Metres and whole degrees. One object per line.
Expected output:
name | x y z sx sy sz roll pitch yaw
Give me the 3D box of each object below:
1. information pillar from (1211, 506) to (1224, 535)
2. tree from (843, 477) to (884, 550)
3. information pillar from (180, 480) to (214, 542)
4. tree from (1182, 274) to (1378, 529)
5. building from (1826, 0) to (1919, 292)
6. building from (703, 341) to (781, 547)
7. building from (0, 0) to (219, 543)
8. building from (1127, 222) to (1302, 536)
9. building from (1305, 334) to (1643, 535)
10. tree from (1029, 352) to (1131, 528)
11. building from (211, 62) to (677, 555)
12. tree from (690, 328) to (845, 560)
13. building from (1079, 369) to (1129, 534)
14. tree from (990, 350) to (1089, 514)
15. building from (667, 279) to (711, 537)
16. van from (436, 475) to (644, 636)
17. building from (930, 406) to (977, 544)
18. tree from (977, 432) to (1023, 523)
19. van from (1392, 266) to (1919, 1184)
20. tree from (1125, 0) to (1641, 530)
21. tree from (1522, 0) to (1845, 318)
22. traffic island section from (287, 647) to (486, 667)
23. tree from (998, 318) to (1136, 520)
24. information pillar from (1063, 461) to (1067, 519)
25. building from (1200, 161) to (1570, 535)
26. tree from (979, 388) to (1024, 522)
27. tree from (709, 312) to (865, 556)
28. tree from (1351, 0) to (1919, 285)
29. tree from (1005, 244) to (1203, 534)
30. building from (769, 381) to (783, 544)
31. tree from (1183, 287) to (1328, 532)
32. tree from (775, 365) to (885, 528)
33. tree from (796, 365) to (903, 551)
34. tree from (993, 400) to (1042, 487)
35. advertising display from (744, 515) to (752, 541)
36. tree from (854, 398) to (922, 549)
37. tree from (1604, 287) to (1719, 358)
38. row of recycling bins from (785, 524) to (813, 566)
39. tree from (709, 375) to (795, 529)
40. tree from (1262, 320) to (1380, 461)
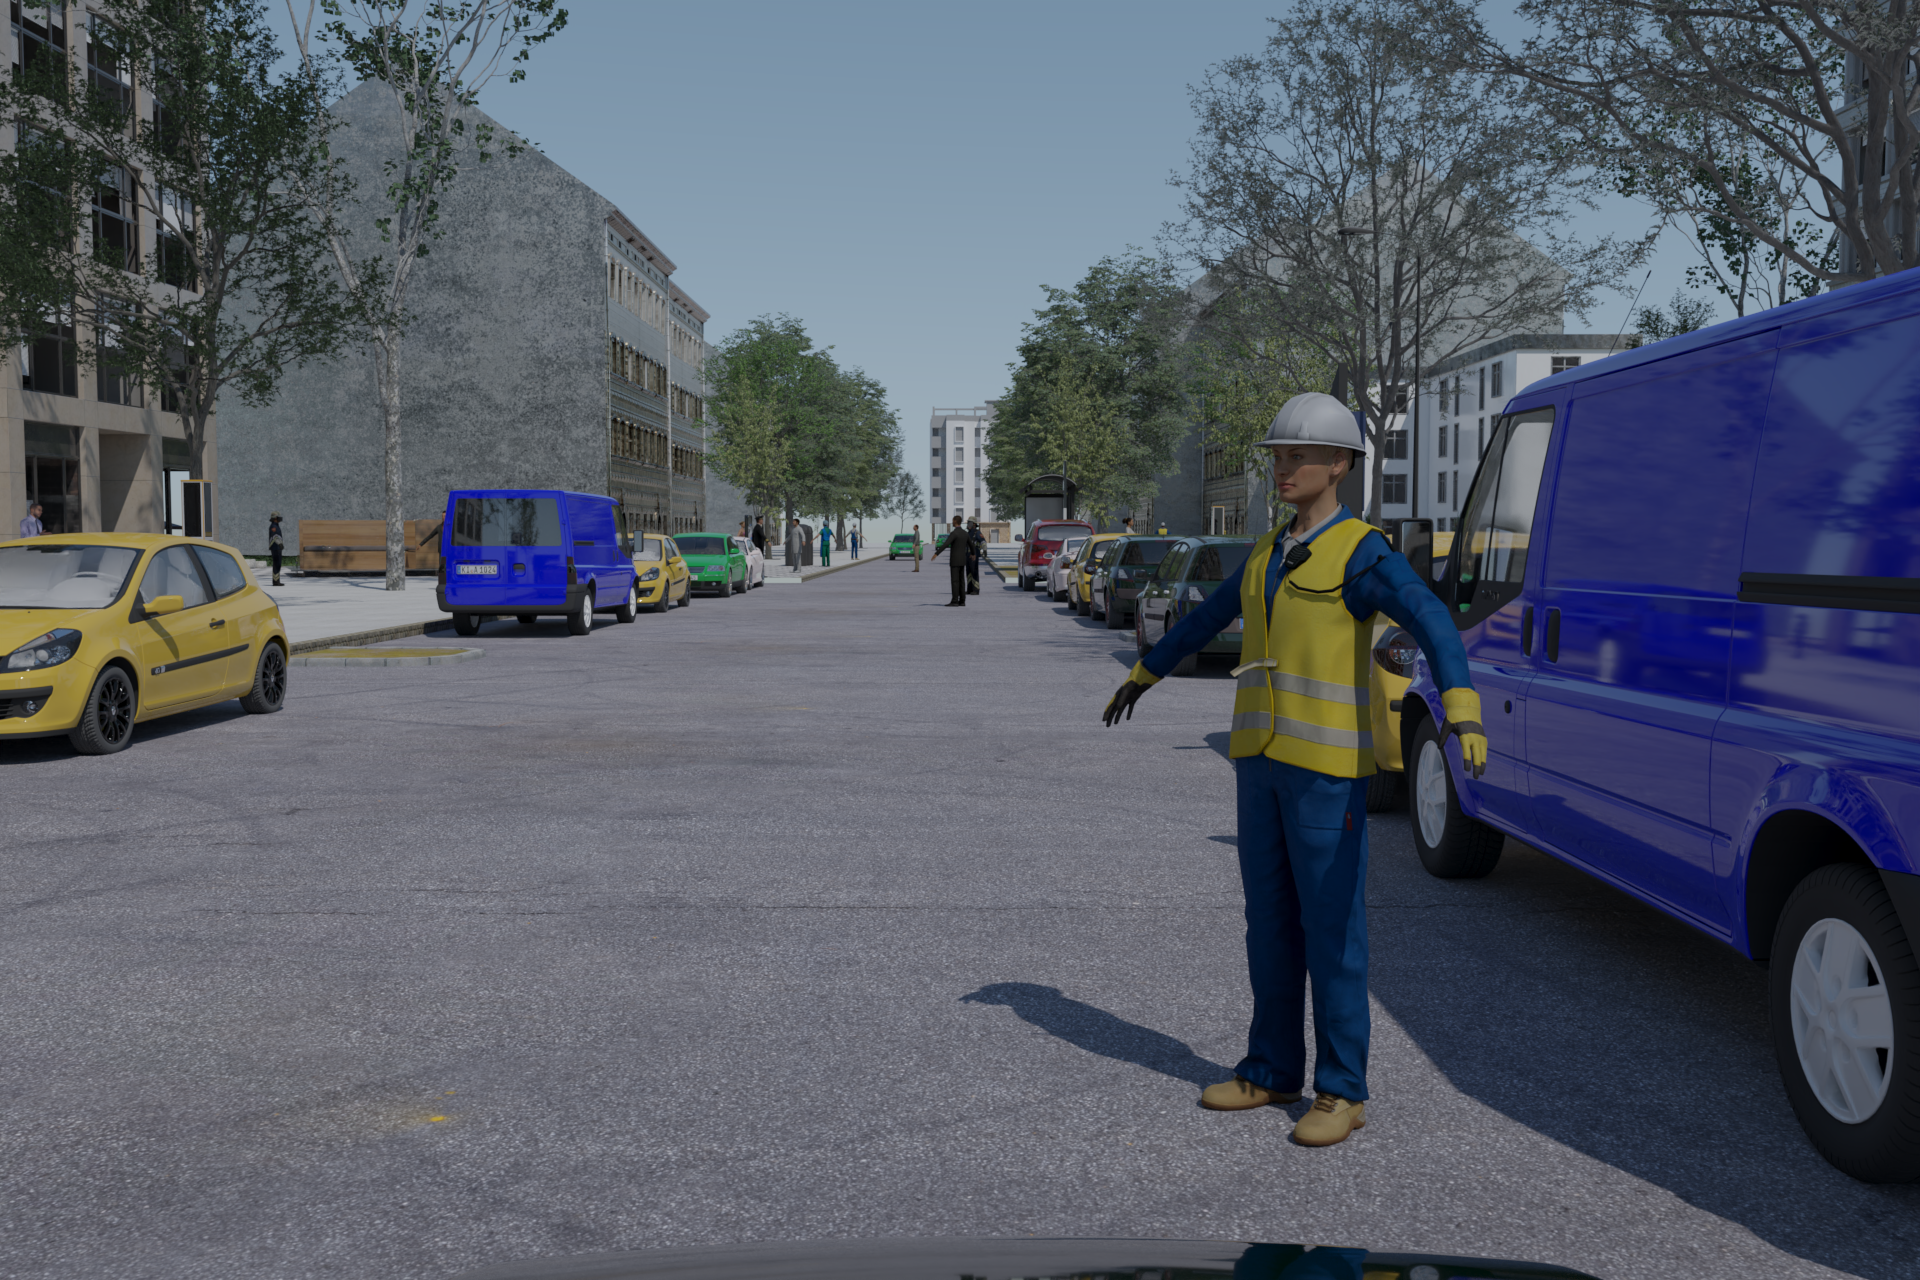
information pillar | 6.804 -2.525 45.774 0.304 2.012 0.304 0 3 0
tree | -9.607 -12.626 140.850 7.601 10.594 8.767 2 4 26
information pillar | -10.377 -1.169 23.599 0.304 2.012 0.304 0 3 0
tree | 12.539 -8.686 67.777 9.928 11.665 9.643 0 3 0
building | 26.946 -11.663 37.365 8.464 21.280 15.925 0 4 0
building | -29.233 -21.433 181.362 19.493 23.208 18.063 0 4 1
building | -32.541 -14.238 35.986 19.351 26.588 34.151 0 3 0
building | 22.677 -18.227 128.947 19.493 23.208 18.063 0 4 0
building | 24.179 -8.851 86.857 9.099 9.664 28.070 0 4 0
tree | 4.748 -7.289 69.542 4.737 8.622 4.395 0 3 0
building | -25.656 -15.787 89.045 19.493 23.208 18.063 0 4 0
tree | -9.618 -9.852 86.832 9.928 11.665 9.643 0 3 0
building | 23.858 -22.672 201.607 19.493 23.208 18.063 0 3 0
tree | 5.485 -11.383 104.234 7.486 12.596 7.792 0 3 0
building | -26.955 -17.124 110.913 19.493 23.208 18.063 0 3 0
van | -6.182 -1.330 26.125 2.240 2.365 5.245 0 3 0
building | -4.044 -23.828 248.456 11.380 20.090 16.016 0 4 4
tree | 6.413 -15.180 154.848 9.857 13.997 8.962 0 3 0
van | 2.886 -0.067 5.477 2.240 2.365 5.245 0 4 -1
tree | 8.800 -7.705 36.347 12.009 13.543 11.850 0 3 0
tree | 23.934 -12.075 53.316 12.611 20.169 13.585 0 3 0
traffic island section | -6.521 0.193 19.708 1.991 0.108 1.994 0 4 1
tree | 5.576 -10.615 91.681 7.486 12.596 7.792 0 3 0
information pillar | 3.356 -3.925 55.527 0.183 3.616 0.504 0 4 0
building | 26.059 -17.093 110.396 19.493 23.208 18.063 0 4 0
tree | 6.176 -14.480 143.395 9.857 13.997 8.962 0 3 0
tree | -9.694 -11.766 99.036 9.857 13.997 8.962 0 3 0
tree | 9.044 -6.488 16.455 12.009 13.543 11.850 0 3 0
tree | 6.367 -10.459 77.664 9.857 13.997 8.962 0 3 0
building | -28.256 -21.893 214.369 16.016 20.090 11.380 0 3 0
tree | 8.773 -6.080 49.770 4.737 8.622 4.395 0 3 0
tree | -8.827 -12.068 115.440 7.486 12.596 7.792 0 3 0
tree | -8.882 -13.594 128.909 9.857 13.997 8.962 0 3 0
tree | 5.968 -11.637 116.013 9.928 11.665 9.643 0 3 0
advertising display | -7.163 -3.270 58.684 0.123 1.923 0.974 0 4 2
tree | -8.892 -14.867 153.437 12.009 13.543 11.850 0 3 0
tree | 27.349 -7.968 64.691 8.767 10.594 7.601 1 4 13
row of recycling bins | -6.503 -3.874 70.446 1.069 1.692 3.534 0 4 0
tree | -9.348 -7.888 79.323 4.737 8.622 4.395 0 3 0
tree | 12.193 -6.567 57.739 4.737 8.622 4.395 0 3 0
